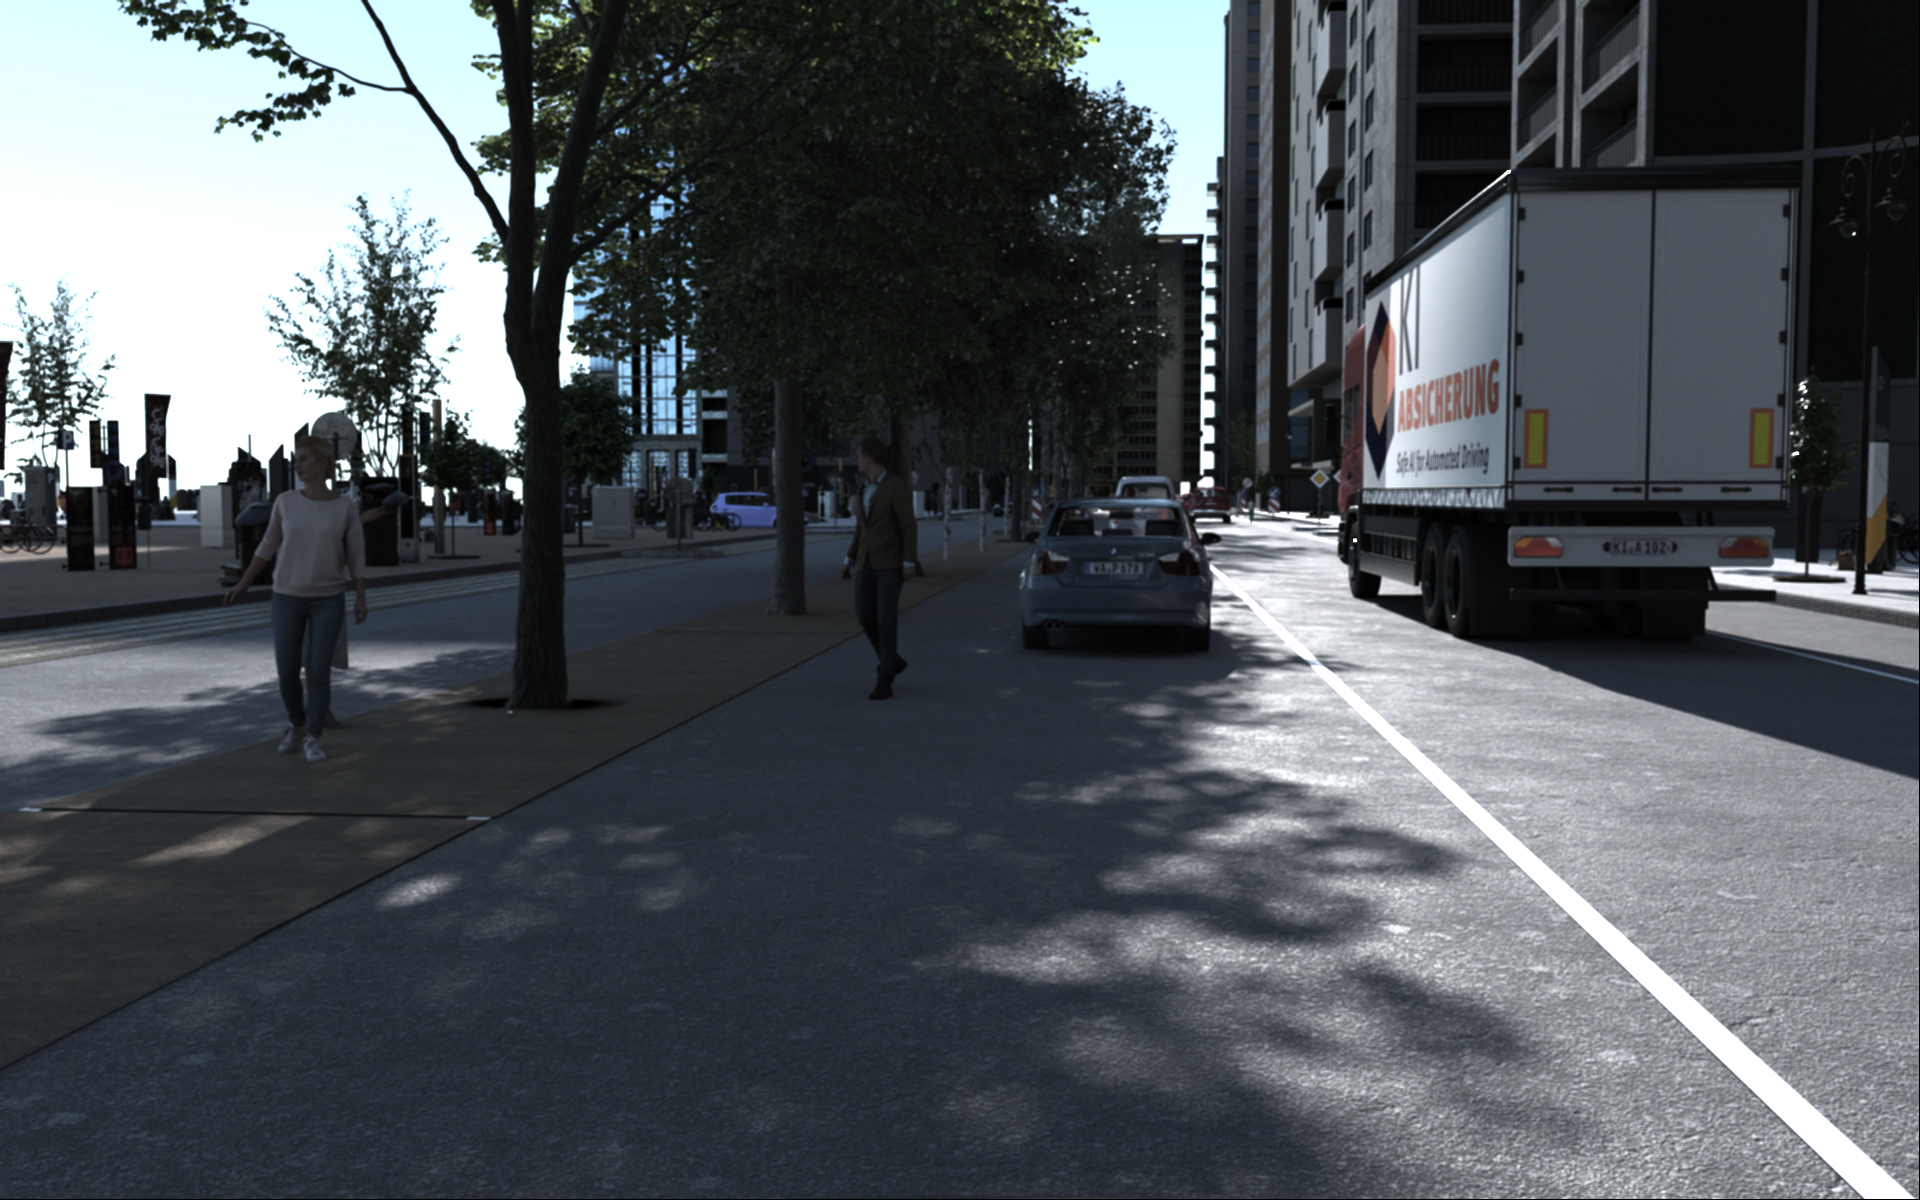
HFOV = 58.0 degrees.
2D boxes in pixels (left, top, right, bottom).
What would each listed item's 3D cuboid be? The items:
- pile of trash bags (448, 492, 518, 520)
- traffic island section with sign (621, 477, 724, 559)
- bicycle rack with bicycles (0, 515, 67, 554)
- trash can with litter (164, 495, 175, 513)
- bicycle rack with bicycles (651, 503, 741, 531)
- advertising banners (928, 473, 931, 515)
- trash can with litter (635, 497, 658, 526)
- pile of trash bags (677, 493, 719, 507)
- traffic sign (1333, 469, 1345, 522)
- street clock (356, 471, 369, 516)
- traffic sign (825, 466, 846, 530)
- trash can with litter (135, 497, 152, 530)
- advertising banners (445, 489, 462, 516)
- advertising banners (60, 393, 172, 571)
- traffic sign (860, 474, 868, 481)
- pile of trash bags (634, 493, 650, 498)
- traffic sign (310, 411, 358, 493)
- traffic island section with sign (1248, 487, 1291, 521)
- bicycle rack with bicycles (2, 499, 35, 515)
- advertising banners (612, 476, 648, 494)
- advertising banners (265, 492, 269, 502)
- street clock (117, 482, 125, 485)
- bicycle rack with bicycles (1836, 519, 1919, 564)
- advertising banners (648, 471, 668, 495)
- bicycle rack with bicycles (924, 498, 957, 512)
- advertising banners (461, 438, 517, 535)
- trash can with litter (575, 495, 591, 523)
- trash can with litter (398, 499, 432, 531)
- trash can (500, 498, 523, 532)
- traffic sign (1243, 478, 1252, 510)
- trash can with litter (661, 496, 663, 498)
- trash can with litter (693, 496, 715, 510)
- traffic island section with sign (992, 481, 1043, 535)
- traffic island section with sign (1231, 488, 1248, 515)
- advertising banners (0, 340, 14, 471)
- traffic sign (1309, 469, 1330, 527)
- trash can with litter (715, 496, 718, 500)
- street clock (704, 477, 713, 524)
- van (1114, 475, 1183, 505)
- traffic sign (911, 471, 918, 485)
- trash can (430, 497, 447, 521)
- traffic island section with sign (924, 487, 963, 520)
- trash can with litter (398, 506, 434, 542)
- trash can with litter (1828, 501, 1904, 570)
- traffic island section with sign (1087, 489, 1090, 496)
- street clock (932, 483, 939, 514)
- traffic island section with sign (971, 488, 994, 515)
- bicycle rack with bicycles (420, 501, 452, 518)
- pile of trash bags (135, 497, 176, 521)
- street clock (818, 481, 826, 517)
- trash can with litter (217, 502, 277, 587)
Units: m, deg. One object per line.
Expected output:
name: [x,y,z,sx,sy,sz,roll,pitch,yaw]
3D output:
pile of trash bags: [-23.726,-4.682,86.300,3.447,1.369,1.912,-2,4,-32]
traffic island section with sign: [-6.421,-1.862,39.077,1.989,1.847,2.006,0,4,6]
bicycle rack with bicycles: [-20.595,-1.443,36.974,2.852,0.926,2.925,3,4,39]
trash can with litter: [-52.984,-6.404,115.755,1.678,1.210,2.233,-2,4,-27]
bicycle rack with bicycles: [-8.949,-2.872,60.341,2.925,0.926,2.852,1,4,17]
advertising banners: [-1.874,-6.722,106.092,0.090,3.025,2.074,0,4,2]
trash can with litter: [-12.814,-3.613,70.464,1.055,1.170,0.624,1,4,10]
pile of trash bags: [-20.210,-7.553,133.246,3.447,1.369,1.912,0,4,2]
traffic sign: [13.308,-3.449,60.027,0.795,2.450,0.064,0,4,6]
street clock: [-19.072,-3.102,55.287,0.471,2.002,0.358,2,4,30]
traffic sign: [-4.446,-3.558,61.819,0.795,2.450,0.064,0,4,6]
trash can with litter: [-29.423,-3.108,62.204,0.624,1.170,1.055,-3,4,-39]
advertising banners: [-30.193,-6.530,102.960,0.090,3.025,2.074,2,4,31]
advertising banners: [-14.324,-2.038,29.502,0.090,3.025,2.074,2,4,31]
traffic sign: [-3.650,-4.044,69.764,0.795,2.450,0.064,0,4,6]
pile of trash bags: [-24.464,-7.618,134.307,1.912,1.369,3.447,-1,4,-22]
traffic sign: [-9.661,-1.628,26.723,0.768,2.556,0.104,0,4,8]
traffic island section with sign: [16.595,-5.131,92.523,1.989,1.847,2.006,0,4,6]
bicycle rack with bicycles: [-66.842,-6.671,122.446,2.852,0.926,2.925,-3,4,-38]
advertising banners: [-19.102,-6.319,99.506,2.074,3.025,0.090,-2,4,-27]
advertising banners: [-48.665,-7.630,120.932,2.074,3.025,0.090,2,4,25]
street clock: [-50.648,-6.116,104.570,0.471,2.002,0.358,-1,4,-21]
bicycle rack with bicycles: [17.884,-1.170,32.514,2.925,0.926,2.852,1,4,15]
advertising banners: [-23.294,-8.318,132.191,2.074,3.025,0.090,1,4,9]
bicycle rack with bicycles: [-1.584,-7.925,142.958,2.852,0.926,2.925,0,4,-6]
advertising banners: [-14.664,-3.538,54.031,2.074,3.025,0.090,2,4,29]
trash can with litter: [-17.538,-3.995,76.381,2.233,1.210,1.678,-2,4,-35]
trash can with litter: [-19.131,-3.021,60.452,1.678,1.210,2.233,-1,4,-9]
trash can: [-15.071,-2.848,58.214,0.748,1.137,0.748,0,3,0]
traffic sign: [22.710,-8.364,136.858,0.768,2.556,0.104,1,4,10]
trash can with litter: [-19.542,-6.183,112.143,2.233,1.210,1.678,0,4,5]
trash can with litter: [-14.794,-5.378,99.312,0.624,1.170,1.055,2,4,32]
traffic island section with sign: [2.224,-3.261,61.450,2.006,1.907,1.989,0,4,6]
traffic island section with sign: [19.380,-6.832,120.333,1.989,1.847,2.006,0,4,6]
advertising banners: [-11.627,-1.409,19.229,2.074,3.025,0.090,-2,4,-33]
traffic sign: [14.103,-3.935,67.972,0.795,2.450,0.064,0,4,6]
trash can with litter: [-18.499,-7.327,131.178,0.624,1.170,1.055,3,4,37]
street clock: [-10.906,-4.310,75.034,0.358,2.002,0.471,1,4,15]
van: [4.534,-2.190,42.822,2.013,2.044,4.112,0,4,4]
traffic sign: [-2.697,-5.885,96.329,0.768,2.556,0.104,1,4,12]
trash can: [-23.880,-4.143,79.392,0.748,1.137,0.748,0,3,0]
traffic island section with sign: [-0.853,-5.262,94.661,1.989,1.847,2.006,0,4,6]
trash can with litter: [-14.422,-2.119,46.036,0.624,1.170,1.055,3,5,40]
trash can with litter: [15.214,-1.082,29.084,1.055,1.170,0.624,1,4,19]
traffic island section with sign: [10.449,-8.284,143.586,2.006,1.907,1.989,0,4,6]
street clock: [-1.536,-6.379,108.863,0.358,2.002,0.471,3,5,41]
traffic island section with sign: [1.821,-6.904,121.503,1.989,1.847,2.006,0,4,6]
bicycle rack with bicycles: [-29.354,-4.939,94.127,2.925,0.926,2.852,3,4,38]
pile of trash bags: [-40.213,-4.593,84.848,3.447,1.369,1.912,1,4,12]
street clock: [-7.598,-5.568,95.611,0.358,2.002,0.471,-2,4,-35]
trash can with litter: [-9.940,-0.792,24.342,0.624,1.170,1.055,0,4,7]
